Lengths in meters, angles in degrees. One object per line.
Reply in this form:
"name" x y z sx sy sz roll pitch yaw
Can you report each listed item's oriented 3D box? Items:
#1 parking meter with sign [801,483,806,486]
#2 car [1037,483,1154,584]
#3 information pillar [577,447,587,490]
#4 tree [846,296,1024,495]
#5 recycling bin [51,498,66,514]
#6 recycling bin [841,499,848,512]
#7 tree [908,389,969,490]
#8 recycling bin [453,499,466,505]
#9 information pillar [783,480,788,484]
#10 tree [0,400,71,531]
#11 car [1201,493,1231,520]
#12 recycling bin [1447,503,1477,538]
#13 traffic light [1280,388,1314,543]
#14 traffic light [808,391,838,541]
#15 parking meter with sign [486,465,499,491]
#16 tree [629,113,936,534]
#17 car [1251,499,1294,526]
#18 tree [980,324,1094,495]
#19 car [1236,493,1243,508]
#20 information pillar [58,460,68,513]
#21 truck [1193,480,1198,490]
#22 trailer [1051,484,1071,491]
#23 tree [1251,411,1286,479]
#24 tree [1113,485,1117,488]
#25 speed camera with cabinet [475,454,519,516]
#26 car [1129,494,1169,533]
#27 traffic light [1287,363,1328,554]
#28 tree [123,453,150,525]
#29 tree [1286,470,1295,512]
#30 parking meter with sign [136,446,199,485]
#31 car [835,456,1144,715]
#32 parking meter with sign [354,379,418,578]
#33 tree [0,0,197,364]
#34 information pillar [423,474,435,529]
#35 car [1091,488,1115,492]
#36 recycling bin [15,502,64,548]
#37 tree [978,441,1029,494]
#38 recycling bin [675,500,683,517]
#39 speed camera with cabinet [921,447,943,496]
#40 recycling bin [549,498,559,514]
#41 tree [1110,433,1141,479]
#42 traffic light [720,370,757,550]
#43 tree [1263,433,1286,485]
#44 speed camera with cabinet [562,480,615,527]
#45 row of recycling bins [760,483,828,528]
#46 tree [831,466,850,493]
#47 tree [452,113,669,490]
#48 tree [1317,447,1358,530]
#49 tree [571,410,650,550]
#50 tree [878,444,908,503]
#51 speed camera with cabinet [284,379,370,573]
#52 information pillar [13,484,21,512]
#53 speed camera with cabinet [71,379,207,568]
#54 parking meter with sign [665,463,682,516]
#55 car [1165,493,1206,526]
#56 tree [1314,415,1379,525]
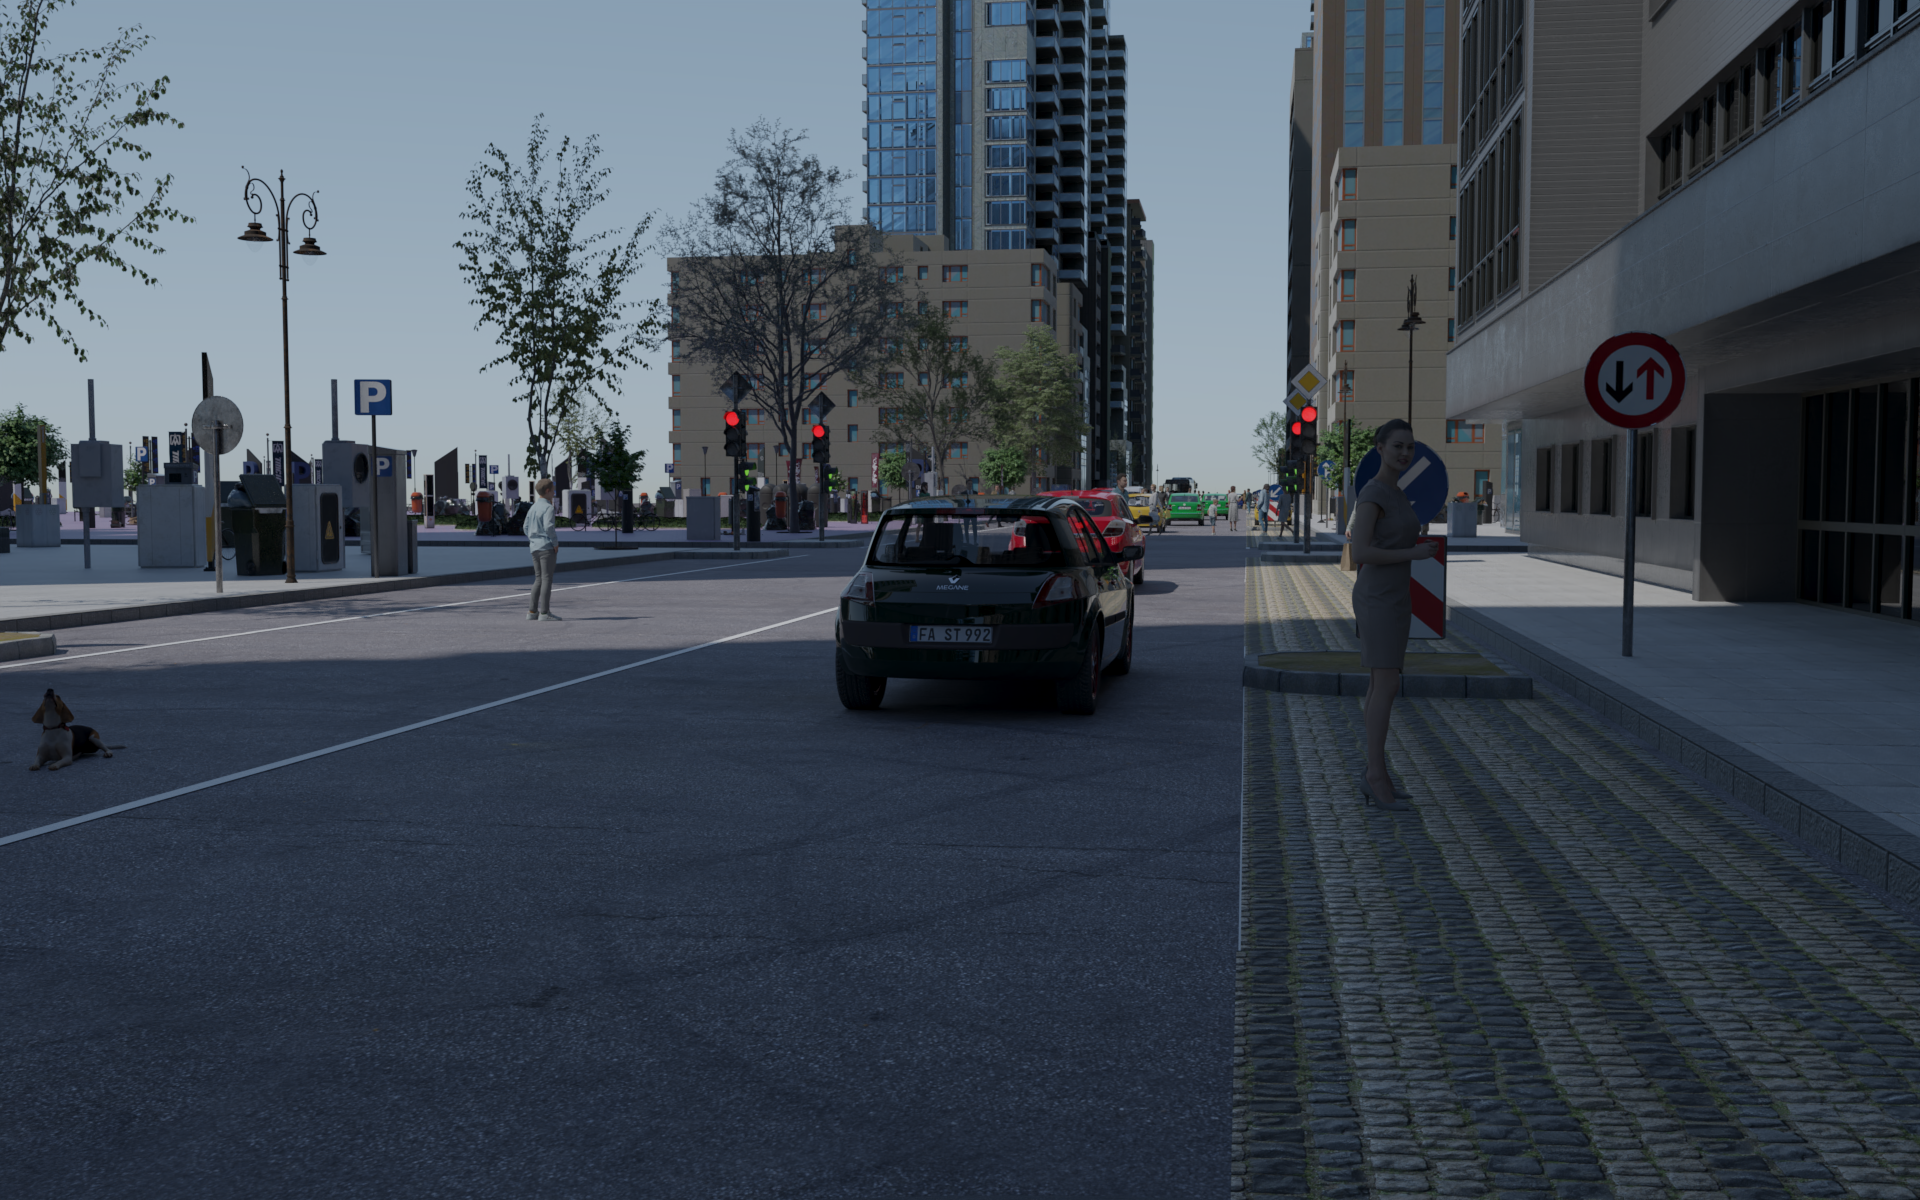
"parking meter with sign" -10.907 -7.494 118.780 1.738 3.016 0.543 -3 4 -36
"car" 1.850 -1.066 26.476 2.155 1.783 4.494 1 4 9
"information pillar" -18.934 -5.841 86.850 0.504 3.616 0.183 1 4 16
"tree" -0.848 -8.967 81.019 8.767 10.594 7.601 -2 4 -31
"recycling bin" -57.357 -5.963 110.048 0.722 1.027 0.722 1 4 18
"recycling bin" -6.271 -5.092 95.808 0.722 1.027 0.722 -2 4 -33
"tree" -1.526 -10.418 120.701 4.360 8.622 3.978 0 3 0
"recycling bin" -26.961 -4.922 93.026 0.722 1.027 0.722 -2 4 -29
"information pillar" -9.111 -5.298 91.122 0.304 2.012 0.304 1 4 22
"tree" -32.880 -4.717 60.834 4.285 4.588 4.351 0 3 0
"car" 14.183 -5.359 96.410 1.959 1.807 4.718 0 4 8
"recycling bin" 14.919 -2.380 51.467 0.722 1.027 0.722 0 4 2
"traffic light" 8.781 -3.441 45.178 0.839 4.253 0.868 1 4 9
"traffic light" -3.763 -3.566 47.233 0.839 4.253 0.868 1 4 9
"parking meter with sign" -28.291 -6.620 104.499 0.543 3.016 1.738 -2 4 -28
"tree" -5.563 -8.940 56.532 12.009 13.543 11.850 0 3 0
"car" 14.403 -4.245 79.628 2.015 1.641 3.980 1 4 10
"tree" 5.045 -12.077 115.593 7.486 12.596 7.792 0 3 0
"car" 27.728 -10.042 173.774 1.945 1.707 3.694 1 4 10
"information pillar" -60.539 -7.676 116.860 0.504 3.616 0.183 -2 4 -32
"truck" 30.218 -14.455 232.260 3.469 3.379 9.791 1 4 9
"trailer" 6.034 -5.916 103.769 1.471 1.999 3.904 1 4 10
"tree" 38.934 -17.340 209.259 9.928 11.665 9.643 0 3 0
"tree" 17.918 -12.141 193.108 1.663 3.219 1.824 0 3 0
"speed camera with cabinet" -22.793 -5.562 85.273 2.038 3.252 0.660 -2 4 -35
"car" 6.853 -3.364 65.223 2.015 1.641 3.980 1 4 9
"traffic light" 7.475 -2.959 37.300 0.839 4.253 0.868 1 4 9
"tree" -33.746 -4.698 71.419 1.663 3.219 1.824 0 3 0
"tree" 27.059 -9.026 142.173 1.663 3.219 1.824 0 3 0
"parking meter with sign" -18.948 -2.806 42.146 1.738 3.016 0.543 0 4 -4
"car" 0.307 -0.182 12.760 2.009 1.686 4.222 1 4 10
"parking meter with sign" -8.952 -1.891 27.184 0.543 3.016 1.738 0 4 -3
"tree" -11.052 -4.234 19.591 4.360 8.622 3.978 0 3 0
"information pillar" -19.806 -3.677 64.604 0.304 2.012 0.304 -2 4 -34
"car" 8.858 -6.016 107.032 2.281 1.827 5.304 1 4 11
"recycling bin" -22.331 -1.798 41.955 0.722 1.027 0.722 2 4 32
"tree" 2.673 -7.422 105.058 4.285 4.588 4.351 0 3 0
"recycling bin" -12.744 -4.148 80.370 0.722 1.027 0.722 -3 5 -41
"speed camera with cabinet" -1.177 -4.810 72.975 0.660 3.252 2.038 1 4 11
"recycling bin" -25.862 -5.942 109.704 0.722 1.027 0.722 1 4 14
"tree" 18.425 -15.152 198.092 4.360 8.622 3.978 0 3 0
"traffic light" -5.068 -3.085 39.355 0.839 4.253 0.868 1 4 9
"tree" 37.840 -15.398 202.123 4.737 8.622 4.395 0 3 0
"speed camera with cabinet" -14.647 -4.532 68.435 2.038 3.252 0.660 -2 4 -35
"row of recycling bins" -6.516 -3.693 67.493 3.534 1.692 1.069 3 5 41
"tree" -8.342 -7.568 118.345 1.663 3.219 1.824 0 3 0
"tree" -8.162 -5.154 34.627 4.737 8.622 4.395 0 3 0
"tree" 13.920 -4.139 62.269 1.663 3.219 1.824 0 3 0
"tree" -7.889 -2.776 39.982 1.663 3.219 1.824 0 3 0
"tree" -3.865 -7.833 111.777 4.285 4.588 4.351 0 3 0
"speed camera with cabinet" -10.645 -2.131 29.175 0.660 3.252 2.038 0 4 6
"information pillar" -40.869 -5.127 75.179 0.183 3.616 0.504 1 4 19
"speed camera with cabinet" -14.261 -2.186 30.085 2.038 3.252 0.660 0 4 -5
"parking meter with sign" -16.039 -6.205 97.708 0.543 3.016 1.738 -2 4 -33
"car" 10.283 -4.312 79.305 1.959 1.807 4.718 0 4 8
"tree" 16.168 -5.379 71.667 4.285 4.588 4.351 0 3 0
